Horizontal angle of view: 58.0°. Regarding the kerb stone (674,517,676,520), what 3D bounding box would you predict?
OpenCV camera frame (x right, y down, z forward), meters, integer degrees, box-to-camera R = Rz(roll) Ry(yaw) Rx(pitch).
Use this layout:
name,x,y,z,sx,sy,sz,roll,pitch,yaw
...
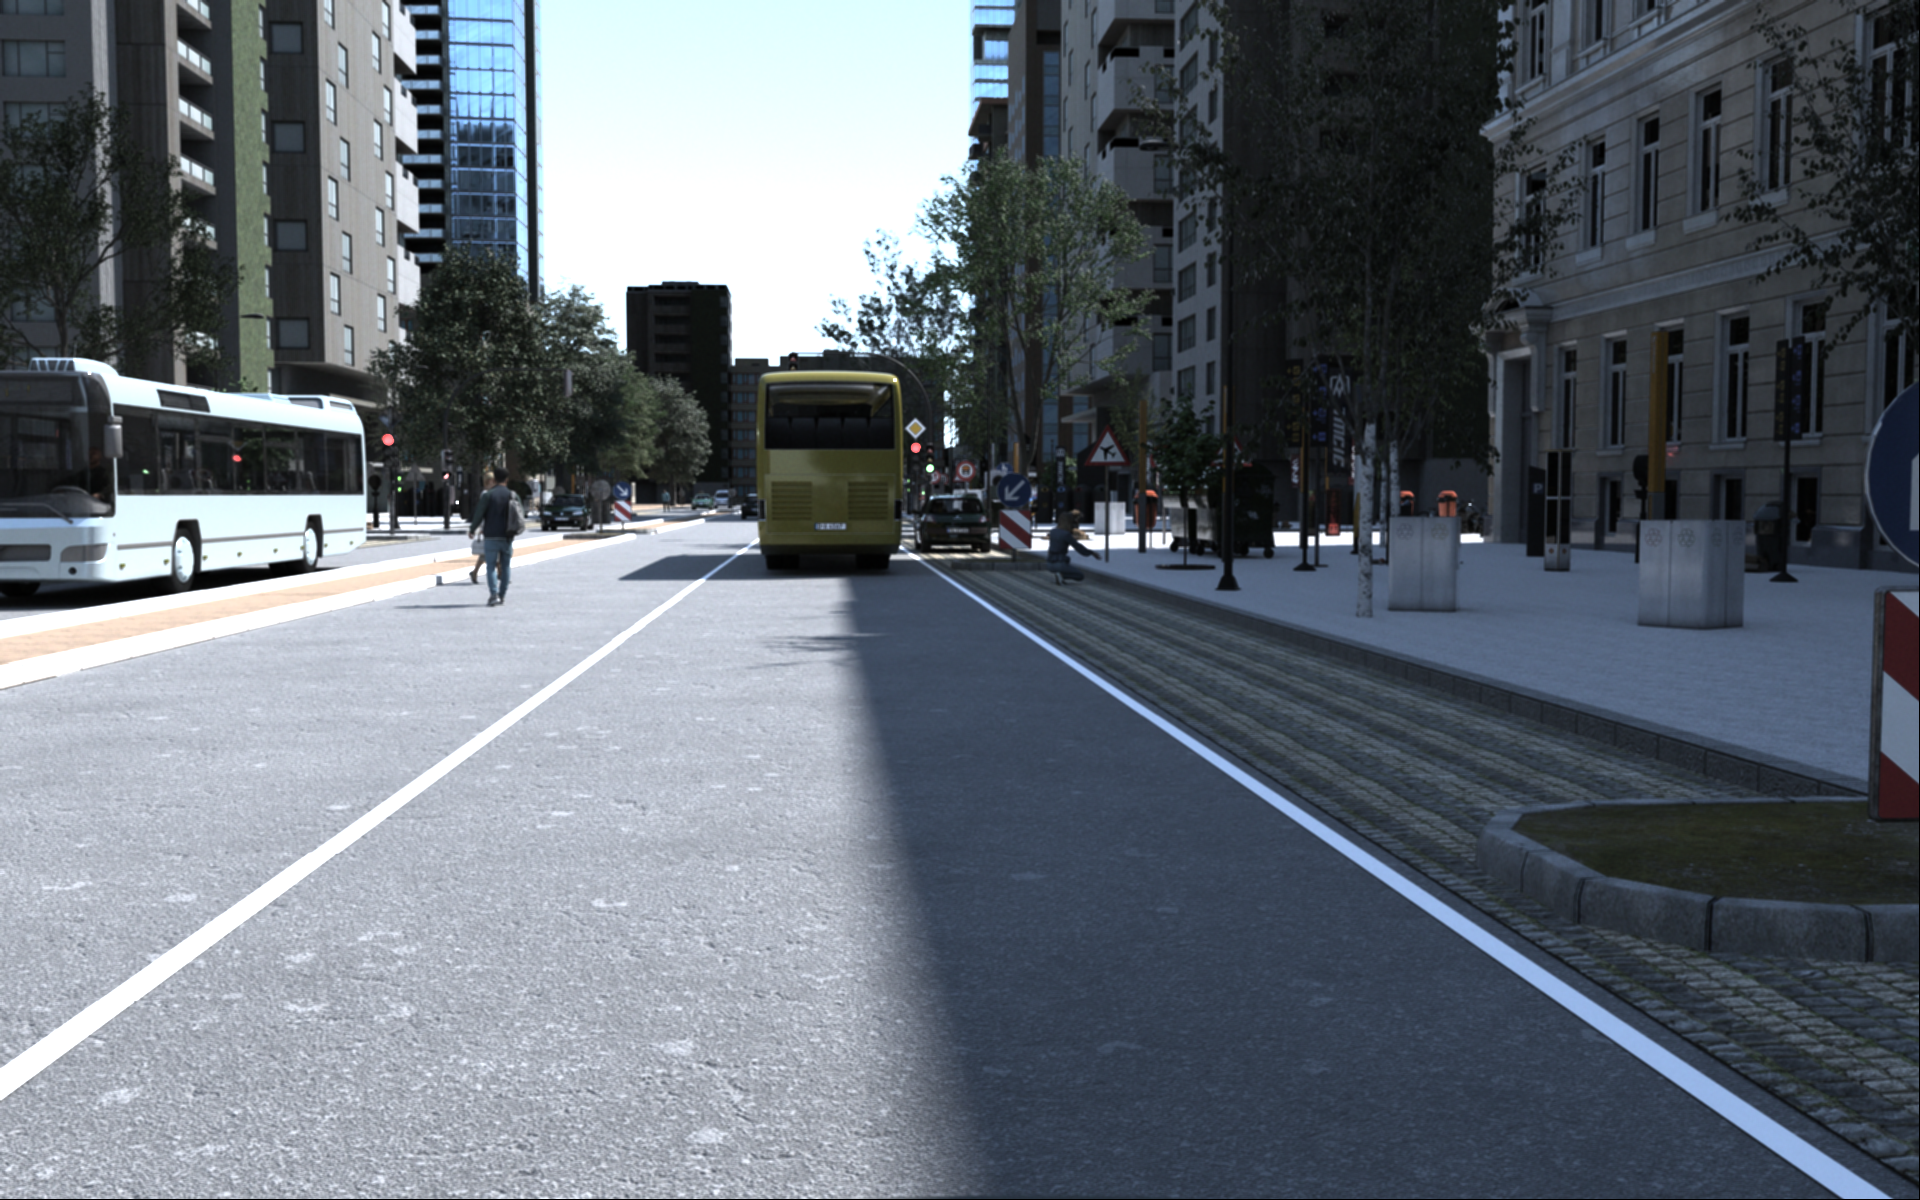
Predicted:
name,x,y,z,sx,sy,sz,roll,pitch,yaw
kerb stone,-15.758,-4.432,94.651,0.120,0.150,1.000,0,4,-5

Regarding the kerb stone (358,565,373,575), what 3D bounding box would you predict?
name,x,y,z,sx,sy,sz,roll,pitch,yaw
kerb stone,-10.660,-0.523,30.774,0.120,0.150,1.000,0,4,-5

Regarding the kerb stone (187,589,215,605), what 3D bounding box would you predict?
name,x,y,z,sx,sy,sz,roll,pitch,yaw
kerb stone,-10.000,-0.026,22.613,0.120,0.150,1.000,0,4,-5

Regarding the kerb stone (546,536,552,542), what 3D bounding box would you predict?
name,x,y,z,sx,sy,sz,roll,pitch,yaw
kerb stone,-12.282,-1.769,51.193,0.120,0.150,1.000,0,4,-5

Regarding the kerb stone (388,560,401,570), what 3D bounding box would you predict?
name,x,y,z,sx,sy,sz,roll,pitch,yaw
kerb stone,-10.818,-0.650,32.816,0.120,0.150,1.000,0,4,-5

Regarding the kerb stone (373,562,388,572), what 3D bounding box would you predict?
name,x,y,z,sx,sy,sz,roll,pitch,yaw
kerb stone,-10.730,-0.575,31.794,0.120,0.150,1.000,0,4,-5

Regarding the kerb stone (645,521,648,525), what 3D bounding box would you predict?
name,x,y,z,sx,sy,sz,roll,pitch,yaw
kerb stone,-14.534,-3.494,79.333,0.120,0.150,1.000,0,4,-5

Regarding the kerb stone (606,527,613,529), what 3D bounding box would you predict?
name,x,y,z,sx,sy,sz,roll,pitch,yaw
kerb stone,-13.468,-2.683,66.069,0.120,0.150,1.000,0,4,-5

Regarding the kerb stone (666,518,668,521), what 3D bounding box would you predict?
name,x,y,z,sx,sy,sz,roll,pitch,yaw
kerb stone,-15.347,-4.119,89.540,0.120,0.150,1.000,0,4,-5

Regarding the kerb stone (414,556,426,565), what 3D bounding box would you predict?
name,x,y,z,sx,sy,sz,roll,pitch,yaw
kerb stone,-10.972,-0.772,34.857,0.120,0.150,1.000,0,4,-5

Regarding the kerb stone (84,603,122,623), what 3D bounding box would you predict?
name,x,y,z,sx,sy,sz,roll,pitch,yaw
kerb stone,-9.757,0.162,19.548,0.120,0.150,1.000,0,4,-5

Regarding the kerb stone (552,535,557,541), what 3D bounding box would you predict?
name,x,y,z,sx,sy,sz,roll,pitch,yaw
kerb stone,-12.368,-1.830,52.217,0.120,0.150,1.000,0,4,-5

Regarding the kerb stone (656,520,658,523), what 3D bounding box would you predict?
name,x,y,z,sx,sy,sz,roll,pitch,yaw
kerb stone,-14.939,-3.807,84.442,0.120,0.150,1.000,0,4,-5

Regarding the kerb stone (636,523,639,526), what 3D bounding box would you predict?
name,x,y,z,sx,sy,sz,roll,pitch,yaw
kerb stone,-14.193,-3.245,75.257,0.120,0.150,1.000,0,4,-5

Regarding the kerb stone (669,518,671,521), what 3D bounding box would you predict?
name,x,y,z,sx,sy,sz,roll,pitch,yaw
kerb stone,-15.514,-4.240,91.586,0.120,0.150,1.000,0,4,-5

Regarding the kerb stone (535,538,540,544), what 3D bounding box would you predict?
name,x,y,z,sx,sy,sz,roll,pitch,yaw
kerb stone,-12.123,-1.647,49.156,0.120,0.150,1.000,0,4,-5

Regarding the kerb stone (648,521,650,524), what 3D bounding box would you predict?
name,x,y,z,sx,sy,sz,roll,pitch,yaw
kerb stone,-14.613,-3.557,80.358,0.120,0.150,1.000,0,4,-5

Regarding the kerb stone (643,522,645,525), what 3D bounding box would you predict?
name,x,y,z,sx,sy,sz,roll,pitch,yaw
kerb stone,-14.450,-3.430,78.313,0.120,0.150,1.000,0,4,-5

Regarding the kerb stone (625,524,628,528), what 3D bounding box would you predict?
name,x,y,z,sx,sy,sz,roll,pitch,yaw
kerb stone,-13.878,-2.996,71.174,0.120,0.150,1.000,0,4,-5

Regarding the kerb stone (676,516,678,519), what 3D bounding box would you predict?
name,x,y,z,sx,sy,sz,roll,pitch,yaw
kerb stone,-15.841,-4.490,95.670,0.120,0.150,1.000,0,4,-5

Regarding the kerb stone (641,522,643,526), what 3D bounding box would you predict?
name,x,y,z,sx,sy,sz,roll,pitch,yaw
kerb stone,-14.360,-3.370,77.295,0.120,0.150,1.000,0,4,-5

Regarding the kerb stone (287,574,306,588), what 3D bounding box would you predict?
name,x,y,z,sx,sy,sz,roll,pitch,yaw
kerb stone,-10.325,-0.275,26.693,0.120,0.150,1.000,0,4,-5

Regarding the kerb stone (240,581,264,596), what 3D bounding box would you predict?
name,x,y,z,sx,sy,sz,roll,pitch,yaw
kerb stone,-10.164,-0.150,24.654,0.120,0.150,1.000,0,4,-5

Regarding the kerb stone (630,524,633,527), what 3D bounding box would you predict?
name,x,y,z,sx,sy,sz,roll,pitch,yaw
kerb stone,-14.045,-3.121,73.216,0.120,0.150,1.000,0,4,-5

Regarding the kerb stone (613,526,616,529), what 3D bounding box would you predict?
name,x,y,z,sx,sy,sz,roll,pitch,yaw
kerb stone,-13.556,-2.746,67.087,0.120,0.150,1.000,0,4,-5

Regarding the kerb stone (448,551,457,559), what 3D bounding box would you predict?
name,x,y,z,sx,sy,sz,roll,pitch,yaw
kerb stone,-11.225,-0.962,37.920,0.120,0.150,1.000,0,4,-5

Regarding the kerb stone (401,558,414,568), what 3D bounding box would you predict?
name,x,y,z,sx,sy,sz,roll,pitch,yaw
kerb stone,-10.894,-0.712,33.838,0.120,0.150,1.000,0,4,-5

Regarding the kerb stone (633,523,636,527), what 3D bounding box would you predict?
name,x,y,z,sx,sy,sz,roll,pitch,yaw
kerb stone,-14.128,-3.183,74.235,0.120,0.150,1.000,0,4,-5

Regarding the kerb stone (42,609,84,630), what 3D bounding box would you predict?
name,x,y,z,sx,sy,sz,roll,pitch,yaw
kerb stone,-9.673,0.227,18.524,0.120,0.150,1.000,0,4,-5

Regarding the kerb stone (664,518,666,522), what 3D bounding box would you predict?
name,x,y,z,sx,sy,sz,roll,pitch,yaw
kerb stone,-15.262,-4.057,88.522,0.120,0.150,1.000,0,4,-5

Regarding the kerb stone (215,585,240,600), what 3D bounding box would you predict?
name,x,y,z,sx,sy,sz,roll,pitch,yaw
kerb stone,-10.086,-0.081,23.633,0.120,0.150,1.000,0,4,-5

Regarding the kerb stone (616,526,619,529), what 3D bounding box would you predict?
name,x,y,z,sx,sy,sz,roll,pitch,yaw
kerb stone,-13.638,-2.803,68.109,0.120,0.150,1.000,0,4,-5

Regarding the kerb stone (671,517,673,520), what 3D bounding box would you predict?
name,x,y,z,sx,sy,sz,roll,pitch,yaw
kerb stone,-15.594,-4.307,92.613,0.120,0.150,1.000,0,4,-5

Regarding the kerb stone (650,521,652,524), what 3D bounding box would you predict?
name,x,y,z,sx,sy,sz,roll,pitch,yaw
kerb stone,-14.695,-3.620,81.385,0.120,0.150,1.000,0,4,-5

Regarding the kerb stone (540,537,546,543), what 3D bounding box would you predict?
name,x,y,z,sx,sy,sz,roll,pitch,yaw
kerb stone,-12.198,-1.708,50.175,0.120,0.150,1.000,0,4,-5

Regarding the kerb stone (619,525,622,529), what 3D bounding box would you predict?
name,x,y,z,sx,sy,sz,roll,pitch,yaw
kerb stone,-13.723,-2.871,69.129,0.120,0.150,1.000,0,4,-5

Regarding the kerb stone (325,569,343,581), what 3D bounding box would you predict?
name,x,y,z,sx,sy,sz,roll,pitch,yaw
kerb stone,-10.487,-0.400,28.732,0.120,0.150,1.000,0,4,-5

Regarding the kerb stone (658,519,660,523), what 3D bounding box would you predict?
name,x,y,z,sx,sy,sz,roll,pitch,yaw
kerb stone,-15.018,-3.870,85.464,0.120,0.150,1.000,0,4,-5

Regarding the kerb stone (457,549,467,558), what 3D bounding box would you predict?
name,x,y,z,sx,sy,sz,roll,pitch,yaw
kerb stone,-11.303,-1.022,38.939,0.120,0.150,1.000,0,4,-5

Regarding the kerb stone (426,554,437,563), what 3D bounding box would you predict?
name,x,y,z,sx,sy,sz,roll,pitch,yaw
kerb stone,-11.062,-0.837,35.875,0.120,0.150,1.000,0,4,-5

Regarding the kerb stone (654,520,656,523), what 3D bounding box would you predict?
name,x,y,z,sx,sy,sz,roll,pitch,yaw
kerb stone,-14.852,-3.743,83.424,0.120,0.150,1.000,0,4,-5

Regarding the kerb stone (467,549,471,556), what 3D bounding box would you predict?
name,x,y,z,sx,sy,sz,roll,pitch,yaw
kerb stone,-11.387,-1.086,39.958,0.120,0.150,1.000,0,4,-5

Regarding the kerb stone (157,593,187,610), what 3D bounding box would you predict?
name,x,y,z,sx,sy,sz,roll,pitch,yaw
kerb stone,-9.920,0.039,21.593,0.120,0.150,1.000,0,4,-5

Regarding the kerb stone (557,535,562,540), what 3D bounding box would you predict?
name,x,y,z,sx,sy,sz,roll,pitch,yaw
kerb stone,-12.443,-1.892,53.236,0.120,0.150,1.000,0,4,-5

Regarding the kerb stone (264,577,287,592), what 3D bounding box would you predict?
name,x,y,z,sx,sy,sz,roll,pitch,yaw
kerb stone,-10.239,-0.213,25.675,0.120,0.150,1.000,0,4,-5

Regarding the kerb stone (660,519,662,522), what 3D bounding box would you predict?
name,x,y,z,sx,sy,sz,roll,pitch,yaw
kerb stone,-15.095,-3.932,86.484,0.120,0.150,1.000,0,4,-5

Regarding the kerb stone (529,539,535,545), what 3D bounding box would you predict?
name,x,y,z,sx,sy,sz,roll,pitch,yaw
kerb stone,-12.036,-1.586,48.131,0.120,0.150,1.000,0,4,-5

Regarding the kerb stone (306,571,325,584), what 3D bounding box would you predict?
name,x,y,z,sx,sy,sz,roll,pitch,yaw
kerb stone,-10.403,-0.337,27.712,0.120,0.150,1.000,0,4,-5

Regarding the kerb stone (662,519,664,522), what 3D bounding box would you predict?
name,x,y,z,sx,sy,sz,roll,pitch,yaw
kerb stone,-15.186,-3.994,87.502,0.120,0.150,1.000,0,4,-5

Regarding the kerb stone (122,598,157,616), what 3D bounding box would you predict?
name,x,y,z,sx,sy,sz,roll,pitch,yaw
kerb stone,-9.830,0.099,20.572,0.120,0.150,1.000,0,4,-5

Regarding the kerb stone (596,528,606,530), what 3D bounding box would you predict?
name,x,y,z,sx,sy,sz,roll,pitch,yaw
kerb stone,-13.314,-2.558,64.029,0.120,0.150,1.000,0,4,-5

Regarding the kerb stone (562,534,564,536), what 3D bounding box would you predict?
name,x,y,z,sx,sy,sz,roll,pitch,yaw
kerb stone,-12.529,-1.962,54.273,0.120,0.150,1.000,0,4,-5

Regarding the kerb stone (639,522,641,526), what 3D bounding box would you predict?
name,x,y,z,sx,sy,sz,roll,pitch,yaw
kerb stone,-14.289,-3.308,76.275,0.120,0.150,1.000,0,4,-5

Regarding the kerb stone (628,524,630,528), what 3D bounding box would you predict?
name,x,y,z,sx,sy,sz,roll,pitch,yaw
kerb stone,-13.966,-3.058,72.195,0.120,0.150,1.000,0,4,-5

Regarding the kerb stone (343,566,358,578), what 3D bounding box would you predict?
name,x,y,z,sx,sy,sz,roll,pitch,yaw
kerb stone,-10.574,-0.462,29.750,0.120,0.150,1.000,0,4,-5

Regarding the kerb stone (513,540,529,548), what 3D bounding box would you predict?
name,x,y,z,sx,sy,sz,roll,pitch,yaw
kerb stone,-11.951,-1.524,47.112,0.120,0.150,1.000,0,4,-5

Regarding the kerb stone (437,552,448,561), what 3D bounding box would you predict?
name,x,y,z,sx,sy,sz,roll,pitch,yaw
kerb stone,-11.140,-0.899,36.899,0.120,0.150,1.000,0,4,-5

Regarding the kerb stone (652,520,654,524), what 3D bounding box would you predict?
name,x,y,z,sx,sy,sz,roll,pitch,yaw
kerb stone,-14.778,-3.680,82.404,0.120,0.150,1.000,0,4,-5
